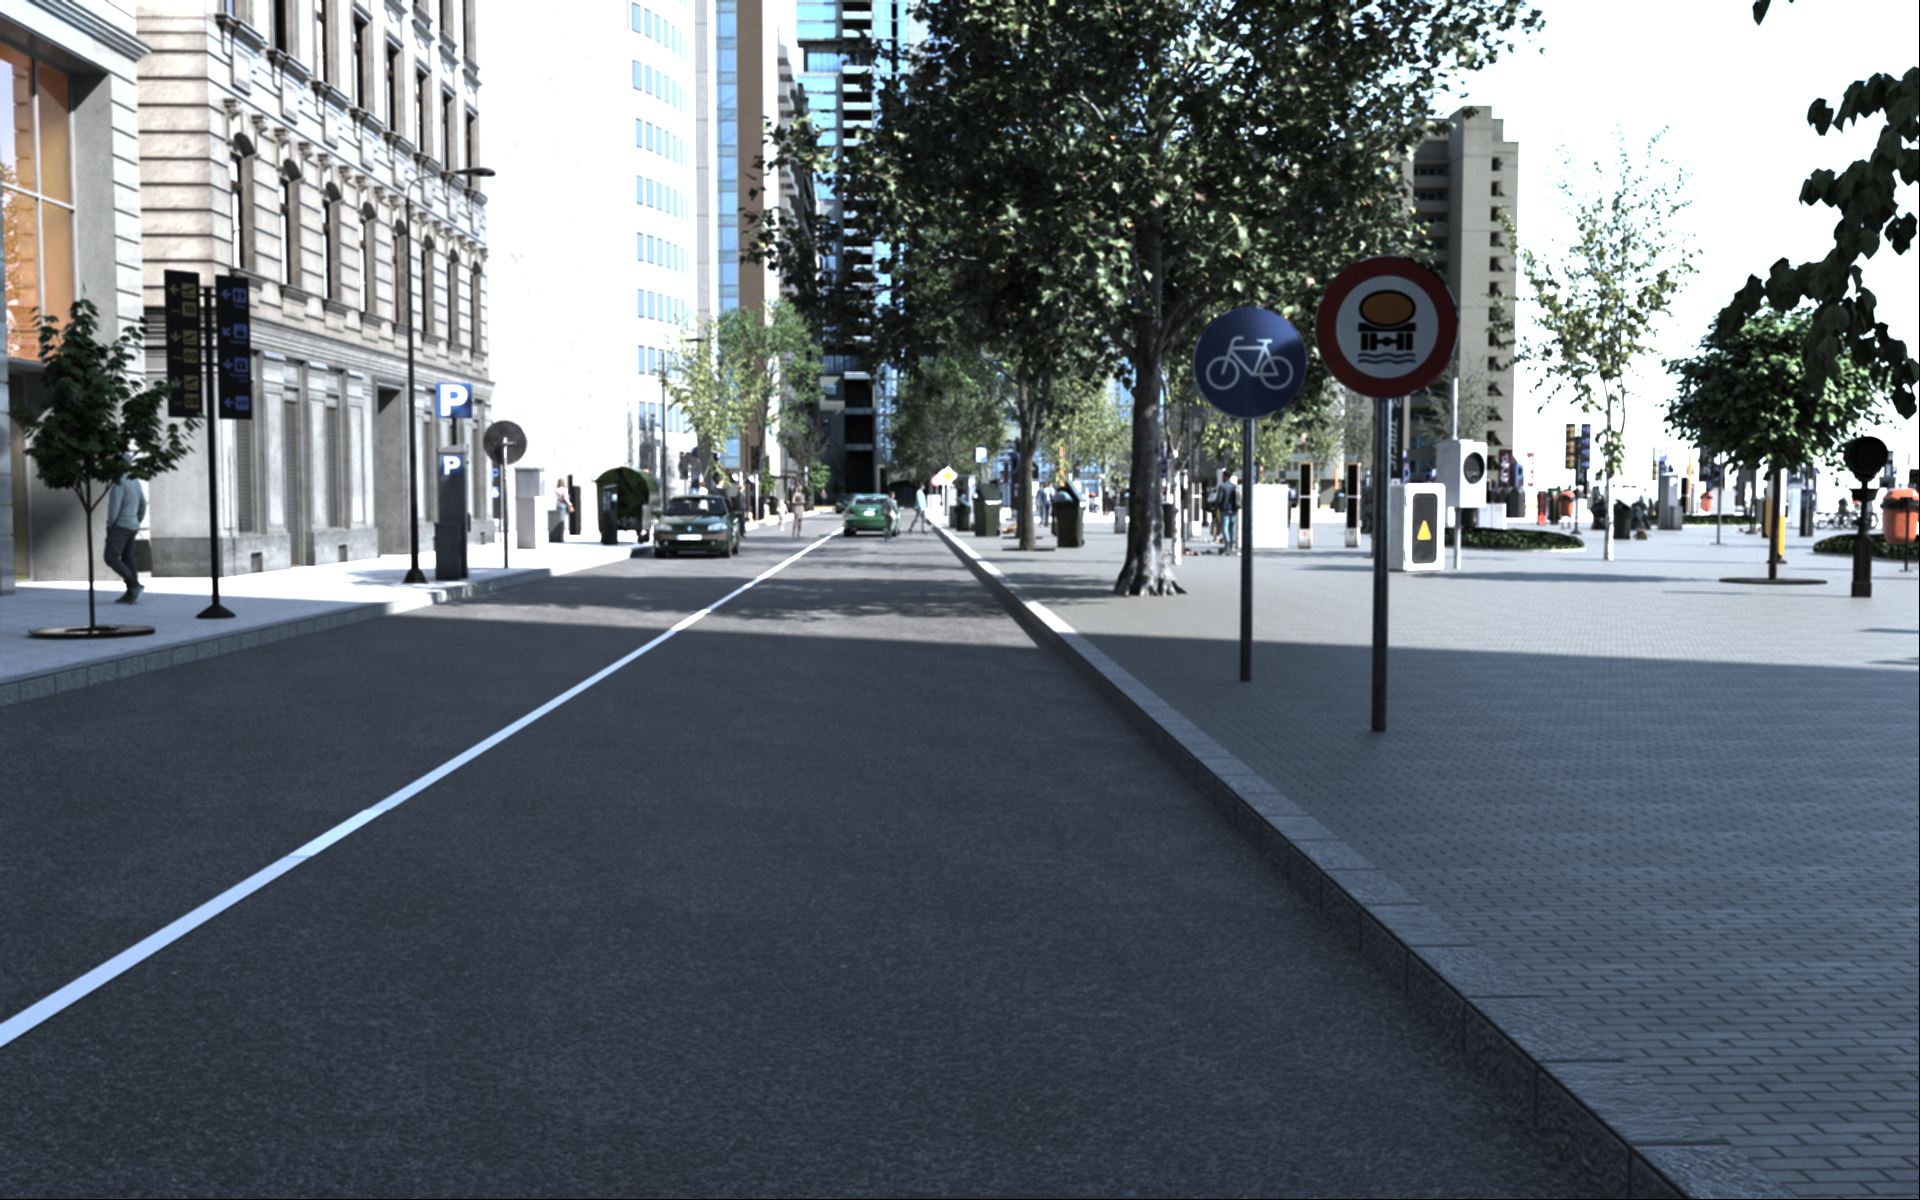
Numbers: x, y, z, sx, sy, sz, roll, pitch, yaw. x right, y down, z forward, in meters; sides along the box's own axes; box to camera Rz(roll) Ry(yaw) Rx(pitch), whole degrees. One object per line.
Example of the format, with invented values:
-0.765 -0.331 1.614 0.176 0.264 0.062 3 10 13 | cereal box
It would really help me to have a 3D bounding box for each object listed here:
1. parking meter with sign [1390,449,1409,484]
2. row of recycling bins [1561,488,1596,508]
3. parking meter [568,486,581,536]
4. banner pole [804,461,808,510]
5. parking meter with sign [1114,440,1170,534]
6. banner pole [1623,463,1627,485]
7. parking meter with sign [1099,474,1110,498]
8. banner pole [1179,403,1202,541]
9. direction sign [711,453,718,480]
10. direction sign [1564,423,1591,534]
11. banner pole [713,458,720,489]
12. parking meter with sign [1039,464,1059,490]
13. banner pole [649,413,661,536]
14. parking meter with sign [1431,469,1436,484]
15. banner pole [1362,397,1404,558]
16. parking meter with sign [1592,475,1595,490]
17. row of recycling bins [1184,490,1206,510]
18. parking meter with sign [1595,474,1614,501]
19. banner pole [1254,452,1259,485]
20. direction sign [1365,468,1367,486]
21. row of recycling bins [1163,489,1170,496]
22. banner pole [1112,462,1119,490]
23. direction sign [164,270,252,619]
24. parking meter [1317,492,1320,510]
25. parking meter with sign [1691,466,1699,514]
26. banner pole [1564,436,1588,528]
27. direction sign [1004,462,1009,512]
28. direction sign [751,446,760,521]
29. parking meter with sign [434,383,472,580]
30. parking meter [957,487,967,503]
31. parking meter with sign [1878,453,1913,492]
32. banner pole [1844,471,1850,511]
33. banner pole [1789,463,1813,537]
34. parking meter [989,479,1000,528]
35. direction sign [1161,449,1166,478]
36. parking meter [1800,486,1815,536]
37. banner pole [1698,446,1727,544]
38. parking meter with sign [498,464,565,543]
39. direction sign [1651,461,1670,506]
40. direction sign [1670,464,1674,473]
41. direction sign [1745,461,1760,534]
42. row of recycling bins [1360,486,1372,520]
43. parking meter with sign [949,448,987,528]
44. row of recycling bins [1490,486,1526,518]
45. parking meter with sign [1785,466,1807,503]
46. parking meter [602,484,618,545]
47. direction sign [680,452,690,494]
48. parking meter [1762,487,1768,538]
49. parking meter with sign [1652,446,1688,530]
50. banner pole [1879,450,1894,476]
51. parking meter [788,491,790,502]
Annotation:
16.520 -4.293 66.451 0.543 3.016 1.738 3 5 44 | parking meter with sign
44.246 -7.223 125.205 3.534 1.692 1.069 -1 4 -18 | row of recycling bins
-11.941 -2.770 53.695 0.372 1.533 0.369 0 3 0 | parking meter
-11.846 -8.740 132.922 0.401 3.779 0.863 1 4 19 | banner pole
5.894 -3.670 56.264 1.738 3.016 0.543 0 4 -5 | parking meter with sign
53.919 -9.203 140.486 0.401 3.779 0.863 2 4 35 | banner pole
12.566 -9.354 149.199 0.543 3.016 1.738 -1 4 -20 | parking meter with sign
6.401 -3.514 47.472 0.401 3.779 0.863 -2 4 -23 | banner pole
-13.570 -6.274 94.581 0.876 3.537 0.379 2 4 31 | direction sign
19.707 -3.871 55.295 0.876 3.537 0.379 -1 4 -9 | direction sign
-15.003 -7.067 105.557 0.863 3.779 0.401 -1 4 -20 | banner pole
4.867 -6.285 99.023 0.543 3.016 1.738 3 5 44 | parking meter with sign
-9.434 -3.903 53.827 0.401 3.779 0.863 1 4 12 | banner pole
32.797 -7.581 120.213 0.543 3.016 1.738 2 4 28 | parking meter with sign
8.499 -2.729 34.632 0.863 3.779 0.401 3 5 43 | banner pole
56.764 -9.682 154.562 0.543 3.016 1.738 -1 4 -16 | parking meter with sign
20.218 -8.350 143.627 3.534 1.692 1.069 2 4 26 | row of recycling bins
56.549 -9.509 151.726 0.543 3.016 1.738 0 4 -8 | parking meter with sign
15.412 -6.213 91.592 0.863 3.779 0.401 2 4 32 | banner pole
35.353 -9.710 150.747 0.379 3.537 0.876 0 4 6 | direction sign
18.624 -9.000 154.259 1.069 1.692 3.534 0 4 3 | row of recycling bins
12.274 -8.938 136.156 0.401 3.779 0.863 -3 5 -42 | banner pole
-7.730 -1.584 17.892 0.379 3.537 0.876 3 5 40 | direction sign
29.498 -8.215 142.719 0.372 1.533 0.369 0 3 0 | parking meter
46.213 -6.909 109.219 0.543 3.016 1.738 3 4 36 | parking meter with sign
23.492 -4.646 65.979 0.863 3.779 0.401 2 4 26 | banner pole
3.245 -7.899 121.141 0.379 3.537 0.876 -1 4 -20 | direction sign
-9.658 -5.493 81.800 0.379 3.537 0.876 -2 4 -32 | direction sign
-7.770 -1.847 26.466 0.543 3.016 1.738 -1 4 -13 | parking meter with sign
0.065 -3.436 64.597 0.372 1.533 0.369 0 3 0 | parking meter
39.534 -4.741 73.784 1.738 3.016 0.543 3 5 41 | parking meter with sign
48.735 -6.428 95.111 0.863 3.779 0.401 -3 5 -41 | banner pole
25.121 -3.775 51.736 0.863 3.779 0.401 -1 4 -11 | banner pole
1.317 -3.674 65.787 0.399 1.863 0.255 2 4 33 | parking meter
9.630 -5.649 84.361 0.876 3.537 0.379 2 4 25 | direction sign
25.922 -2.727 52.997 0.372 1.533 0.369 0 3 0 | parking meter
19.329 -3.332 44.495 0.401 3.779 0.863 -2 4 -33 | banner pole
-11.323 -3.019 45.627 1.738 3.016 0.543 0 4 4 | parking meter with sign
42.085 -6.874 104.386 0.876 3.537 0.379 -1 4 -9 | direction sign
53.348 -8.481 130.657 0.379 3.537 0.876 -1 4 -23 | direction sign
25.422 -3.887 55.545 0.379 3.537 0.876 0 4 0 | direction sign
21.591 -5.206 92.237 1.069 1.692 3.534 2 4 35 | row of recycling bins
0.242 -4.249 65.738 0.543 3.016 1.738 -3 5 -39 | parking meter with sign
29.210 -5.272 93.317 1.069 1.692 3.534 -1 4 -20 | row of recycling bins
47.507 -6.294 99.160 1.738 3.016 0.543 1 4 14 | parking meter with sign
-8.802 -2.151 43.578 0.372 1.533 0.369 0 3 0 | parking meter
-14.759 -6.183 93.093 0.379 3.537 0.876 2 4 28 | direction sign
23.693 -2.586 50.691 0.372 1.533 0.369 0 3 0 | parking meter
25.504 -4.039 62.306 0.543 3.016 1.738 0 4 -1 | parking meter with sign
46.349 -5.921 86.827 0.863 3.779 0.401 3 5 45 | banner pole
-12.318 -7.198 126.102 0.372 1.533 0.369 0 3 0 | parking meter
